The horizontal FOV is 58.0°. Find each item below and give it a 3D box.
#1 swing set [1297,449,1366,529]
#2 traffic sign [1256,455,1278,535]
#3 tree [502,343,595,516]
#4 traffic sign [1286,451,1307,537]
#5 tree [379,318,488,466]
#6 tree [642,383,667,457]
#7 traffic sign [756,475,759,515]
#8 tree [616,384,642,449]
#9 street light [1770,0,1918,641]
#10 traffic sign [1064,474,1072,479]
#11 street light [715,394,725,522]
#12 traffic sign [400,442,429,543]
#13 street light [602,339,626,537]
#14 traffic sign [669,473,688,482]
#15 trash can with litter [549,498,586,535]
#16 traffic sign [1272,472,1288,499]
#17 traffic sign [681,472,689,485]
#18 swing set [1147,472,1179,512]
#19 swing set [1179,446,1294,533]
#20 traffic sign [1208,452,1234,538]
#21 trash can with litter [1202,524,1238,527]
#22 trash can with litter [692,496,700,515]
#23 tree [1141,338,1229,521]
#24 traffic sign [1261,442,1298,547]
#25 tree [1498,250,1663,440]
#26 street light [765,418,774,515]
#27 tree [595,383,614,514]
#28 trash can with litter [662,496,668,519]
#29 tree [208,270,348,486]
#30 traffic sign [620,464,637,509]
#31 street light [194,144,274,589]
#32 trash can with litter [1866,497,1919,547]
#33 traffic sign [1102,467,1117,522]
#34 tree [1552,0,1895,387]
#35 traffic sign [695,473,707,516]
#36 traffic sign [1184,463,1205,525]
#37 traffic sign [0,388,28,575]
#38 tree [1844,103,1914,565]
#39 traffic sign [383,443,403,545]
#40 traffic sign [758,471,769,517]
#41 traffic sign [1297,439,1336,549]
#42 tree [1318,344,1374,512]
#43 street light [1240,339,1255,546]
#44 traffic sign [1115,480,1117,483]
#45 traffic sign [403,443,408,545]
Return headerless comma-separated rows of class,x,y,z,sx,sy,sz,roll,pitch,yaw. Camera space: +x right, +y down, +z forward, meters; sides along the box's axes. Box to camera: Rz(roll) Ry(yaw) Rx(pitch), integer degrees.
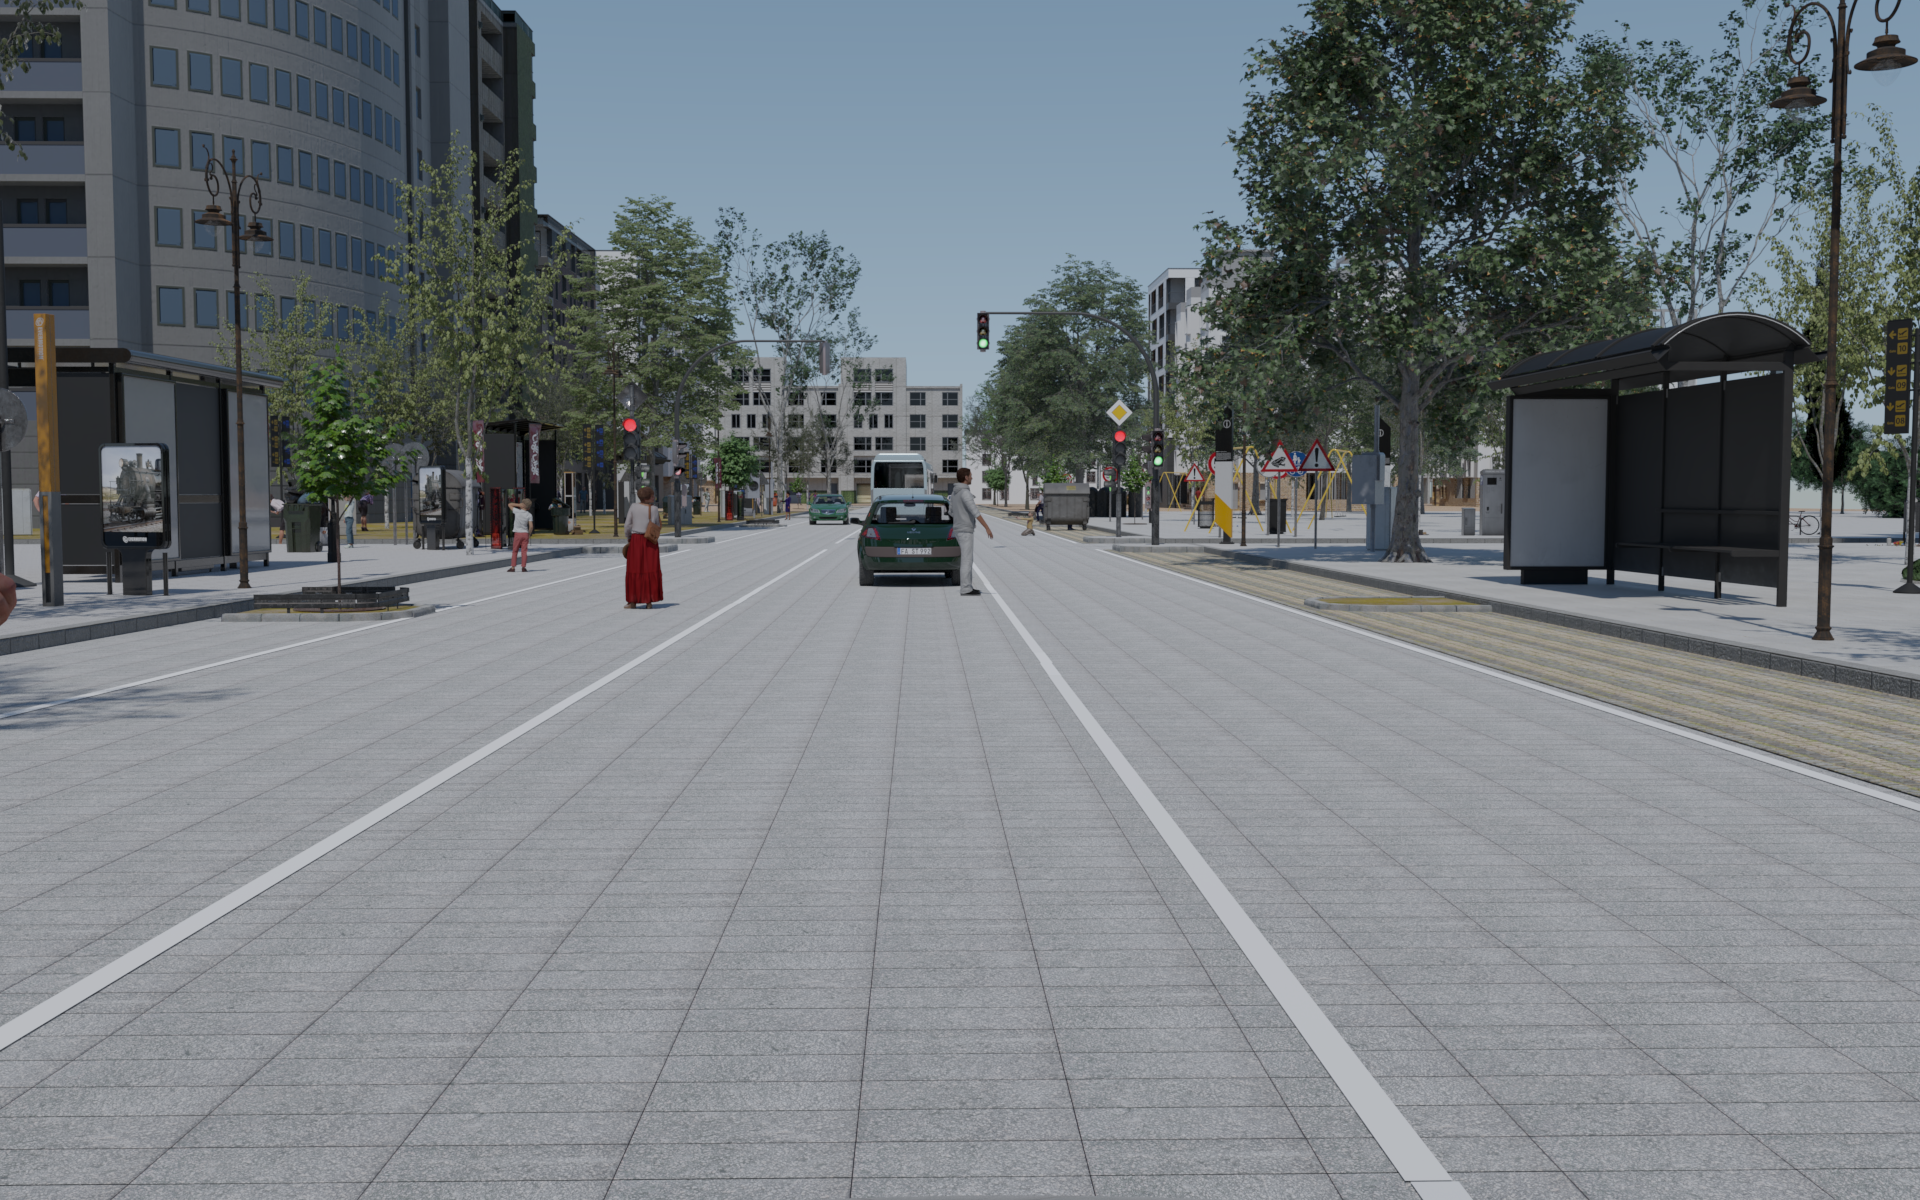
swing set,13.439,-3.892,61.248,2.862,2.851,3.119,1,4,22
traffic sign,9.550,-3.274,53.634,0.768,2.556,0.104,0,4,5
tree,-19.946,-8.146,83.548,4.360,8.622,3.978,0,3,0
traffic sign,10.013,-3.150,51.606,0.768,2.556,0.104,0,4,5
tree,-22.259,-7.482,72.691,4.360,8.622,3.978,0,3,0
tree,-20.031,-9.533,106.221,4.360,8.622,3.978,0,3,0
traffic sign,-12.511,-6.507,106.489,0.768,2.556,0.104,0,4,0
tree,-21.529,-9.228,101.243,4.360,8.622,3.978,0,3,0
street light,7.586,-2.585,15.045,0.468,5.910,1.993,0,4,-1
traffic sign,6.605,-6.581,107.700,0.768,2.556,0.104,0,4,1
street light,-10.971,-6.477,78.682,0.468,5.910,1.993,0,4,-1
traffic sign,-13.292,-2.573,42.174,0.768,2.556,0.104,0,4,8
street light,-10.317,-4.830,51.760,0.468,5.910,1.993,0,4,-1
traffic sign,-12.786,-4.804,78.554,0.884,2.594,0.081,0,4,5
trash can with litter,-12.346,-2.635,54.470,1.055,1.170,0.624,-2,4,-32
traffic sign,11.030,-3.670,60.108,0.768,2.556,0.104,0,4,7
traffic sign,-15.052,-5.743,94.009,0.768,2.556,0.104,0,4,3
swing set,15.497,-7.763,124.549,2.862,2.851,3.119,3,4,38
swing set,9.261,-3.698,58.088,2.862,2.851,3.119,-1,4,-9
traffic sign,7.647,-3.106,50.886,0.768,2.556,0.104,0,4,1
trash can with litter,10.118,-3.494,68.180,1.678,1.210,2.233,2,4,24
trash can with litter,-16.357,-5.846,106.975,0.624,1.170,1.055,-1,4,-22
tree,10.717,-7.993,81.055,4.737,8.622,4.395,0,3,0
traffic sign,7.672,-2.547,41.654,0.884,2.594,0.081,0,4,4
tree,27.050,-9.571,74.618,7.486,12.596,7.792,0,3,0
street light,-11.610,-8.124,105.611,0.468,5.910,1.993,0,4,-1
tree,-20.767,-8.552,90.183,4.360,8.622,3.978,0,3,0
trash can with litter,-15.214,-4.826,90.287,0.624,1.170,1.055,0,4,-6
tree,-21.838,-6.463,56.031,4.737,8.622,4.395,0,3,0
traffic sign,-14.040,-4.506,73.673,0.884,2.594,0.081,0,4,6
street light,-9.736,-3.095,23.387,0.468,5.910,1.993,0,4,-1
trash can with litter,23.466,-1.908,42.260,1.678,1.210,2.233,-1,4,-15
traffic sign,6.956,-4.897,80.168,0.768,2.556,0.104,0,4,0
tree,27.795,-12.636,62.493,12.611,20.169,13.585,0,3,0
traffic sign,-15.408,-6.291,102.966,0.768,2.556,0.104,0,4,5
traffic sign,9.808,-4.433,72.485,0.884,2.594,0.081,0,4,2
traffic sign,-11.527,-1.263,20.751,0.768,2.556,0.104,0,4,6
tree,16.980,-4.944,31.201,4.737,8.622,4.395,0,3,0
traffic sign,-14.183,-2.649,43.421,0.768,2.556,0.104,0,4,4
traffic sign,-11.215,-5.990,97.936,0.884,2.594,0.081,0,4,0
traffic sign,8.348,-2.483,40.605,0.884,2.594,0.081,0,4,4
tree,27.118,-12.450,121.679,7.486,12.596,7.792,0,3,0
street light,6.959,-4.254,42.341,0.468,5.910,1.993,0,4,-1
traffic sign,8.865,-6.132,100.356,0.768,2.556,0.104,0,4,-1
traffic sign,-14.000,-2.676,43.762,0.884,2.594,0.081,0,4,7
